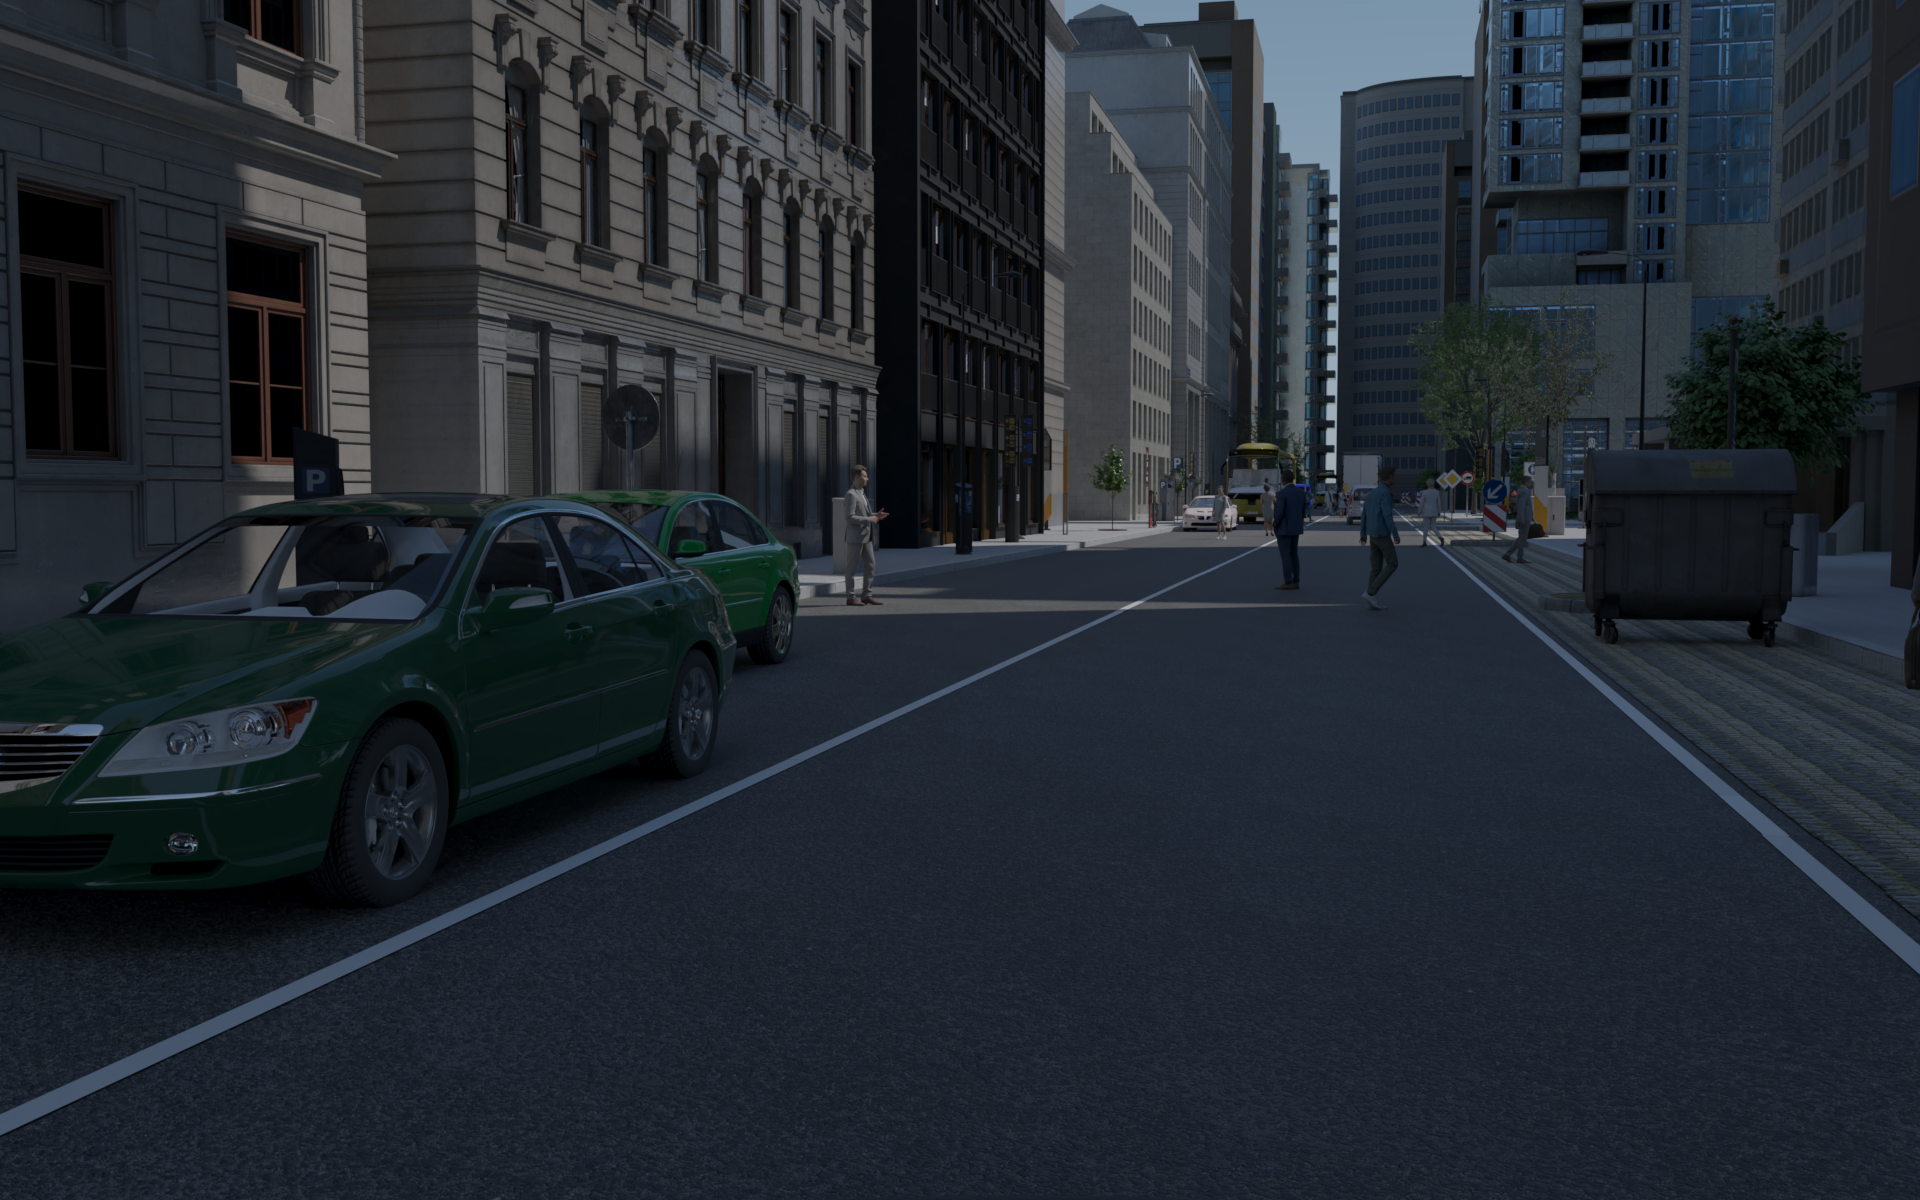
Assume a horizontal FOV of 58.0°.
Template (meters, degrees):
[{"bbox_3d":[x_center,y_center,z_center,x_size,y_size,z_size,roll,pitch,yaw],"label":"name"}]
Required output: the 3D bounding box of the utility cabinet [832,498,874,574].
[{"bbox_3d":[-1.727,-1.044,28.235,0.306,1.237,1.020,1,4,21],"label":"utility cabinet"}]

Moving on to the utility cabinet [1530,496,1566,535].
[{"bbox_3d":[18.385,-2.632,54.195,1.020,1.237,0.306,2,4,24],"label":"utility cabinet"}]

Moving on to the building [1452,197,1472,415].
[{"bbox_3d":[55.347,-24.311,169.189,14.160,30.474,14.107,1,4,13],"label":"building"}]

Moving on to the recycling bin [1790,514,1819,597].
[{"bbox_3d":[10.434,-0.578,22.012,0.722,1.027,0.722,3,5,40],"label":"recycling bin"}]

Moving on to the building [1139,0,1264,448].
[{"bbox_3d":[20.962,-31.374,163.079,14.600,45.320,14.200,1,4,13],"label":"building"}]

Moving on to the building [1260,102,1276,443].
[{"bbox_3d":[24.669,-30.196,177.305,14.154,41.232,14.086,1,4,13],"label":"building"}]

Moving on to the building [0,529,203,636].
[{"bbox_3d":[-14.253,-10.745,11.845,11.583,22.565,21.152,1,4,13],"label":"building"}]

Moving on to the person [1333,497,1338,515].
[{"bbox_3d":[25.818,-6.484,119.190,0.332,1.250,0.352,-1,4,-14],"label":"person"}]

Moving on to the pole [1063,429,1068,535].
[{"bbox_3d":[3.321,-3.710,54.504,0.158,3.312,0.155,0,3,0],"label":"pole"}]

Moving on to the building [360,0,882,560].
[{"bbox_3d":[-8.466,-11.117,30.911,9.793,20.994,18.267,1,4,13],"label":"building"}]

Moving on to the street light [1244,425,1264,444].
[{"bbox_3d":[19.759,-8.833,116.955,1.470,5.913,1.316,1,4,13],"label":"street light"}]

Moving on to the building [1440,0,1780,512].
[{"bbox_3d":[49.076,-50.030,130.657,22.319,86.520,31.000,1,4,13],"label":"building"}]

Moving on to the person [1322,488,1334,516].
[{"bbox_3d":[24.161,-6.441,113.695,0.514,1.842,0.818,-3,5,-43],"label":"person"}]

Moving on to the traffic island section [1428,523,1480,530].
[{"bbox_3d":[19.887,-2.917,69.975,2.009,0.180,2.903,1,4,13],"label":"traffic island section"}]

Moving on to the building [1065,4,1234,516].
[{"bbox_3d":[11.109,-20.567,113.755,11.434,29.767,29.804,1,4,13],"label":"building"}]

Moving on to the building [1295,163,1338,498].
[{"bbox_3d":[38.815,-38.569,250.215,30.456,49.044,23.786,1,4,13],"label":"building"}]

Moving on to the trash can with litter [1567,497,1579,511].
[{"bbox_3d":[36.037,-5.528,101.772,1.055,1.170,0.624,0,4,7],"label":"trash can with litter"}]

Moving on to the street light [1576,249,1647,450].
[{"bbox_3d":[12.380,-3.690,32.881,1.470,5.913,1.316,1,4,13],"label":"street light"}]

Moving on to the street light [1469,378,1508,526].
[{"bbox_3d":[21.281,-5.931,69.516,1.470,5.913,1.316,1,4,13],"label":"street light"}]

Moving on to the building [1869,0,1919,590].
[{"bbox_3d":[17.721,-22.295,14.632,14.600,45.320,14.200,1,4,13],"label":"building"}]

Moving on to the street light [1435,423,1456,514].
[{"bbox_3d":[31.932,-8.640,113.802,1.470,5.913,1.316,1,4,13],"label":"street light"}]

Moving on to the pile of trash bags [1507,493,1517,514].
[{"bbox_3d":[33.965,-5.839,105.227,1.912,1.369,3.447,0,4,4],"label":"pile of trash bags"}]

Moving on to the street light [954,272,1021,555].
[{"bbox_3d":[0.592,-3.907,36.422,1.470,5.913,1.316,1,4,13],"label":"street light"}]

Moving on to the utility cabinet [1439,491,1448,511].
[{"bbox_3d":[36.021,-7.361,129.032,0.318,1.500,1.173,0,4,-2],"label":"utility cabinet"}]

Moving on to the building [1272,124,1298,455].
[{"bbox_3d":[25.583,-36.514,216.612,30.456,49.044,23.786,1,4,13],"label":"building"}]

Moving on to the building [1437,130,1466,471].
[{"bbox_3d":[66.248,-34.397,212.503,14.600,45.320,14.200,1,4,13],"label":"building"}]

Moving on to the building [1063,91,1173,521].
[{"bbox_3d":[5.032,-14.481,91.521,10.420,20.320,16.860,1,4,13],"label":"building"}]

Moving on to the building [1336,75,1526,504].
[{"bbox_3d":[67.156,-42.780,241.457,28.212,58.520,21.231,1,4,13],"label":"building"}]

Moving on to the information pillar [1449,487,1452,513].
[{"bbox_3d":[34.075,-7.056,119.856,0.304,2.012,0.304,0,4,2],"label":"information pillar"}]

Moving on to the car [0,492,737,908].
[{"bbox_3d":[-2.506,0.253,7.656,2.131,1.459,4.920,1,4,13],"label":"car"}]

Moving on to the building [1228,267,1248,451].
[{"bbox_3d":[15.758,-18.295,140.929,13.314,21.916,24.055,1,4,13],"label":"building"}]

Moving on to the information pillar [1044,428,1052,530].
[{"bbox_3d":[3.090,-4.268,61.139,0.183,3.616,0.504,-2,4,-24],"label":"information pillar"}]

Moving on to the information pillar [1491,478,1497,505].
[{"bbox_3d":[24.618,-4.623,80.081,0.304,2.012,0.304,-1,4,-10],"label":"information pillar"}]

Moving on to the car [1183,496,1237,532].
[{"bbox_3d":[9.766,-3.368,67.435,2.083,1.381,4.827,1,4,13],"label":"car"}]

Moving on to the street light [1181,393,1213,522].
[{"bbox_3d":[10.989,-6.577,80.075,1.470,5.913,1.316,1,4,13],"label":"street light"}]

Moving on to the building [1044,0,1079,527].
[{"bbox_3d":[-7.864,-17.135,67.541,23.554,28.519,14.401,1,4,13],"label":"building"}]

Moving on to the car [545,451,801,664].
[{"bbox_3d":[-2.661,-0.287,13.497,1.959,1.807,4.718,1,4,13],"label":"car"}]

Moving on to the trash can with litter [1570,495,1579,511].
[{"bbox_3d":[30.713,-4.684,87.636,2.233,1.210,1.678,1,4,20],"label":"trash can with litter"}]

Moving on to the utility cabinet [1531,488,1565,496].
[{"bbox_3d":[22.327,-3.494,65.811,1.173,1.500,0.318,0,4,-1],"label":"utility cabinet"}]

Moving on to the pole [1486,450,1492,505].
[{"bbox_3d":[24.367,-5.254,79.743,0.158,3.312,0.155,0,3,0],"label":"pole"}]

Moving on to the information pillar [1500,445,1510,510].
[{"bbox_3d":[26.079,-5.600,82.907,0.504,3.616,0.183,-2,4,-28],"label":"information pillar"}]

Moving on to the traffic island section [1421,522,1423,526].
[{"bbox_3d":[21.752,-3.392,77.740,2.009,0.180,2.903,1,4,13],"label":"traffic island section"}]

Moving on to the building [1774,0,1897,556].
[{"bbox_3d":[33.693,-21.269,39.622,32.217,40.220,23.993,1,4,13],"label":"building"}]

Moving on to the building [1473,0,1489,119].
[{"bbox_3d":[53.044,-30.833,154.234,14.600,45.320,14.200,1,4,13],"label":"building"}]

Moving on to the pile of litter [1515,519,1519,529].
[{"bbox_3d":[20.885,-3.014,63.251,1.719,0.858,1.176,-3,5,-43],"label":"pile of litter"}]

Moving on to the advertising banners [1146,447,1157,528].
[{"bbox_3d":[7.200,-4.227,65.304,0.090,3.025,2.074,1,4,18],"label":"advertising banners"}]

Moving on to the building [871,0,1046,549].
[{"bbox_3d":[-5.118,-13.403,48.825,12.332,23.373,15.834,1,4,13],"label":"building"}]

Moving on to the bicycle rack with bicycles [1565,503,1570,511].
[{"bbox_3d":[37.101,-5.634,105.500,2.852,0.926,2.925,0,4,-5],"label":"bicycle rack with bicycles"}]

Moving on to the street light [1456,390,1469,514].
[{"bbox_3d":[23.112,-6.410,77.338,1.470,5.913,1.316,1,4,13],"label":"street light"}]

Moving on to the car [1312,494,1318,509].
[{"bbox_3d":[34.276,-9.808,170.582,2.015,1.641,3.980,1,4,13],"label":"car"}]

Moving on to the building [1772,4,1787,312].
[{"bbox_3d":[56.081,-28.372,83.493,30.456,49.044,23.786,1,4,13],"label":"building"}]

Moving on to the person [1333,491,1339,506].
[{"bbox_3d":[37.620,-10.011,172.900,1.217,1.735,0.721,-2,4,-28],"label":"person"}]

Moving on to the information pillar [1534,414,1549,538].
[{"bbox_3d":[17.201,-3.661,51.218,0.183,3.616,0.504,-2,4,-24],"label":"information pillar"}]

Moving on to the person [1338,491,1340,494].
[{"bbox_3d":[38.260,-10.101,174.469,0.721,1.723,1.217,0,4,-6],"label":"person"}]

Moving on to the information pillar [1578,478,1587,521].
[{"bbox_3d":[29.186,-4.692,81.202,0.304,2.012,0.304,2,4,27],"label":"information pillar"}]

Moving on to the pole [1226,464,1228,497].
[{"bbox_3d":[18.396,-7.673,119.302,0.158,3.312,0.155,0,3,0],"label":"pole"}]

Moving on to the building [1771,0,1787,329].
[{"bbox_3d":[88.608,-46.805,203.509,20.611,71.187,20.563,1,4,13],"label":"building"}]
